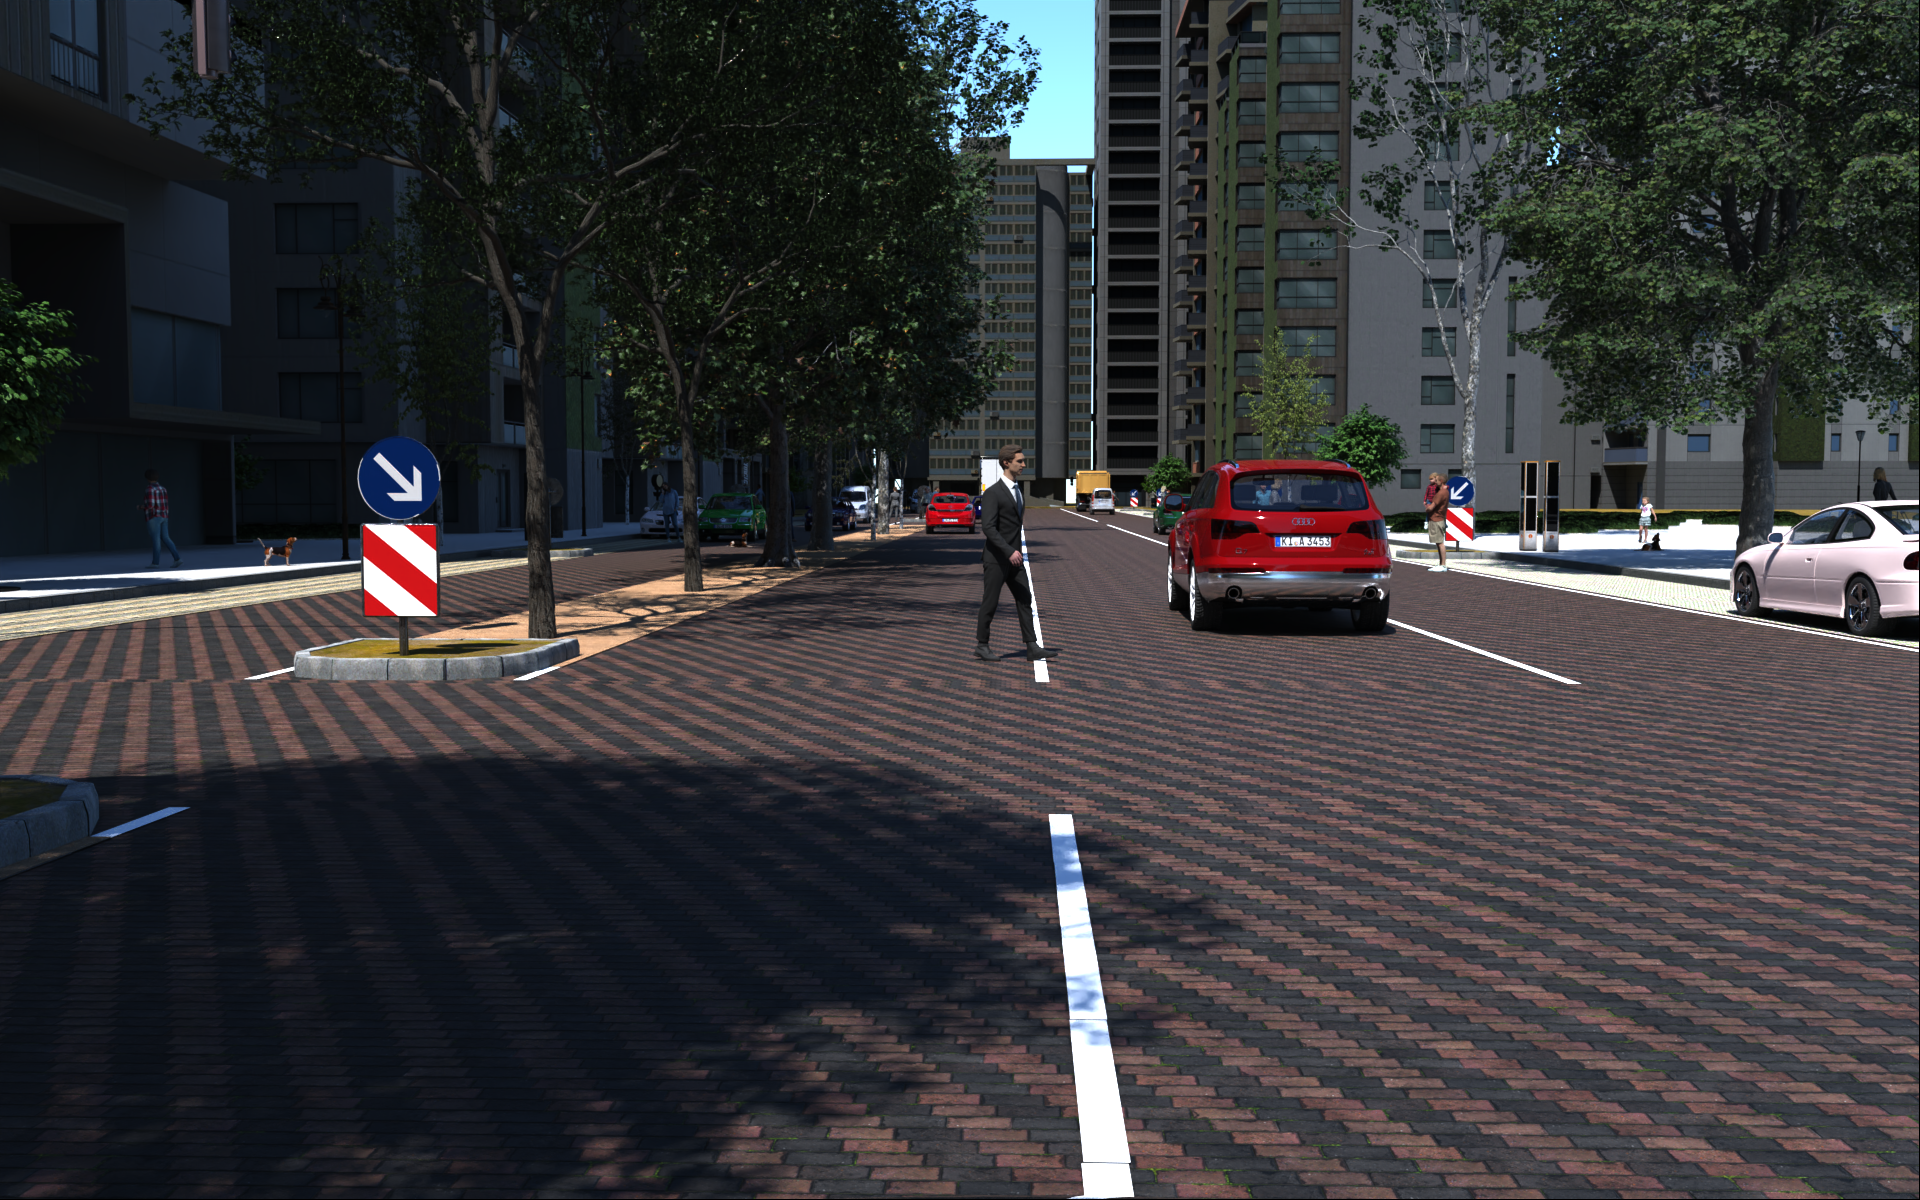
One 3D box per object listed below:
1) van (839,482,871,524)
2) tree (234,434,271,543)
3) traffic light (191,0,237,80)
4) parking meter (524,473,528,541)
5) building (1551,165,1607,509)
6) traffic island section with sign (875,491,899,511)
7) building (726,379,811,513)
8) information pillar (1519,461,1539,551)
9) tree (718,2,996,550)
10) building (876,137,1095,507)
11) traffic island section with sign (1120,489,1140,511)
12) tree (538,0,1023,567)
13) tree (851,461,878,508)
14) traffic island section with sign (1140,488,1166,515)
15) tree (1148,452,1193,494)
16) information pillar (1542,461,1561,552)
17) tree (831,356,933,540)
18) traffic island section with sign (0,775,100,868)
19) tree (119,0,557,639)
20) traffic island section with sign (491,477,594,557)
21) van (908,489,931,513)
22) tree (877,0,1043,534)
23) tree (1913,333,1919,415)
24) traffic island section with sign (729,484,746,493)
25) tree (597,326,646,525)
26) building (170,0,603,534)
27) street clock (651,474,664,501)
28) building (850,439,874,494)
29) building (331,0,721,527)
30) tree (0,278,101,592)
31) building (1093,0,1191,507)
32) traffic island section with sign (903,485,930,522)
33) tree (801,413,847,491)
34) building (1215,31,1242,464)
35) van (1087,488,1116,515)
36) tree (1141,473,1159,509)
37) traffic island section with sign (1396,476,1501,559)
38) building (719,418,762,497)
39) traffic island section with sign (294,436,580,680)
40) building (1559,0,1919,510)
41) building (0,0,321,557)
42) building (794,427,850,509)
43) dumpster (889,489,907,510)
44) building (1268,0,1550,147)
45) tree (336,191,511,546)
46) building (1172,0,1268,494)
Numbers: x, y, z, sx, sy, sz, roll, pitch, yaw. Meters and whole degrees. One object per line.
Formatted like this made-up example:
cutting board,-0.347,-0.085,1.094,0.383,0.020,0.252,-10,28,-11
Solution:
van,-5.211,-4.794,85.387,2.013,2.044,4.112,0,4,3
tree,-19.212,-3.119,45.605,1.663,3.219,1.824,0,3,0
traffic light,-8.565,-2.446,14.653,4.771,5.953,1.251,0,4,2
parking meter,-11.896,-2.575,47.819,0.255,1.863,0.399,-1,4,-11
building,48.386,-23.434,154.840,14.107,30.474,14.160,0,4,2
traffic island section with sign,-6.101,-8.299,144.316,1.989,1.847,2.006,0,4,2
building,-22.720,-28.753,124.742,22.147,44.769,28.867,0,4,2
information pillar,12.813,-2.112,39.021,0.304,2.012,0.304,0,4,-2
tree,-3.545,-8.236,43.770,9.857,13.997,8.962,0,3,0
building,2.711,-30.529,191.033,23.993,40.220,32.217,0,4,2
traffic island section with sign,14.328,-8.290,144.168,1.989,1.847,2.006,0,4,2
tree,-3.572,-7.004,33.989,9.611,12.733,9.660,0,3,0
tree,-8.603,-10.977,163.192,4.285,4.588,4.351,0,3,0
traffic island section with sign,13.428,-6.633,117.072,1.989,1.847,2.006,0,4,2
tree,16.069,-9.049,131.671,4.285,4.588,4.351,0,3,0
information pillar,13.063,-2.065,38.255,0.304,2.012,0.304,1,4,9
tree,-2.685,-6.151,53.396,4.360,8.622,3.978,0,3,0
traffic island section with sign,-4.639,0.078,6.869,2.006,1.907,1.989,0,4,2
tree,-4.092,-4.910,17.153,8.767,10.594,7.601,0,4,2
traffic island section with sign,-9.544,-1.911,39.874,1.989,1.847,2.006,0,4,2
van,-2.907,-7.674,132.476,2.013,2.044,4.112,0,4,1
tree,-3.898,-12.435,61.658,12.611,20.169,13.585,0,3,0
tree,31.584,-6.287,53.152,4.360,8.622,3.978,0,3,0
traffic island section with sign,-8.642,-3.578,67.128,1.989,1.847,2.006,0,4,2
tree,-13.878,-7.444,72.073,4.360,8.622,3.978,0,3,0
building,-20.833,-22.904,58.070,14.154,41.232,14.086,0,4,2
street clock,-11.085,-3.604,63.496,0.358,2.002,0.471,2,4,23
building,-23.567,-39.361,185.558,28.212,58.520,21.231,0,4,2
building,-19.455,-24.296,80.833,14.154,41.232,14.086,0,4,2
tree,-13.141,-2.389,22.770,4.285,4.588,4.351,0,3,0
building,24.792,-45.552,183.026,20.611,71.187,20.563,0,4,2
traffic island section with sign,-1.920,-4.968,89.370,2.006,1.907,1.989,0,4,2
tree,-9.463,-10.465,121.471,4.737,8.622,4.395,0,3,0
building,24.098,-20.812,111.980,14.160,30.474,14.107,0,4,2
van,9.853,-6.920,120.156,2.013,2.044,4.112,0,4,3
tree,17.272,-9.937,157.068,1.663,3.219,1.824,0,3,0
traffic island section with sign,10.852,-1.841,38.722,1.989,1.847,2.006,0,4,2
building,-22.395,-40.426,99.219,20.563,71.187,20.611,0,4,2
traffic island section with sign,-4.386,-0.375,14.271,2.006,1.907,1.989,0,4,2
building,69.443,-37.219,150.523,28.212,58.520,21.231,0,4,2
building,-29.995,-26.913,29.267,28.713,52.752,27.495,0,4,2
building,-26.369,-51.363,152.461,31.000,86.520,22.319,0,4,2
dumpster,-5.781,-9.242,159.324,1.865,1.857,1.264,0,4,1
building,23.846,-19.898,97.036,14.160,30.474,14.107,0,4,2
tree,-12.797,-5.610,42.081,4.737,8.622,4.395,0,3,0
building,29.750,-30.120,147.088,22.147,44.769,28.867,0,4,2
